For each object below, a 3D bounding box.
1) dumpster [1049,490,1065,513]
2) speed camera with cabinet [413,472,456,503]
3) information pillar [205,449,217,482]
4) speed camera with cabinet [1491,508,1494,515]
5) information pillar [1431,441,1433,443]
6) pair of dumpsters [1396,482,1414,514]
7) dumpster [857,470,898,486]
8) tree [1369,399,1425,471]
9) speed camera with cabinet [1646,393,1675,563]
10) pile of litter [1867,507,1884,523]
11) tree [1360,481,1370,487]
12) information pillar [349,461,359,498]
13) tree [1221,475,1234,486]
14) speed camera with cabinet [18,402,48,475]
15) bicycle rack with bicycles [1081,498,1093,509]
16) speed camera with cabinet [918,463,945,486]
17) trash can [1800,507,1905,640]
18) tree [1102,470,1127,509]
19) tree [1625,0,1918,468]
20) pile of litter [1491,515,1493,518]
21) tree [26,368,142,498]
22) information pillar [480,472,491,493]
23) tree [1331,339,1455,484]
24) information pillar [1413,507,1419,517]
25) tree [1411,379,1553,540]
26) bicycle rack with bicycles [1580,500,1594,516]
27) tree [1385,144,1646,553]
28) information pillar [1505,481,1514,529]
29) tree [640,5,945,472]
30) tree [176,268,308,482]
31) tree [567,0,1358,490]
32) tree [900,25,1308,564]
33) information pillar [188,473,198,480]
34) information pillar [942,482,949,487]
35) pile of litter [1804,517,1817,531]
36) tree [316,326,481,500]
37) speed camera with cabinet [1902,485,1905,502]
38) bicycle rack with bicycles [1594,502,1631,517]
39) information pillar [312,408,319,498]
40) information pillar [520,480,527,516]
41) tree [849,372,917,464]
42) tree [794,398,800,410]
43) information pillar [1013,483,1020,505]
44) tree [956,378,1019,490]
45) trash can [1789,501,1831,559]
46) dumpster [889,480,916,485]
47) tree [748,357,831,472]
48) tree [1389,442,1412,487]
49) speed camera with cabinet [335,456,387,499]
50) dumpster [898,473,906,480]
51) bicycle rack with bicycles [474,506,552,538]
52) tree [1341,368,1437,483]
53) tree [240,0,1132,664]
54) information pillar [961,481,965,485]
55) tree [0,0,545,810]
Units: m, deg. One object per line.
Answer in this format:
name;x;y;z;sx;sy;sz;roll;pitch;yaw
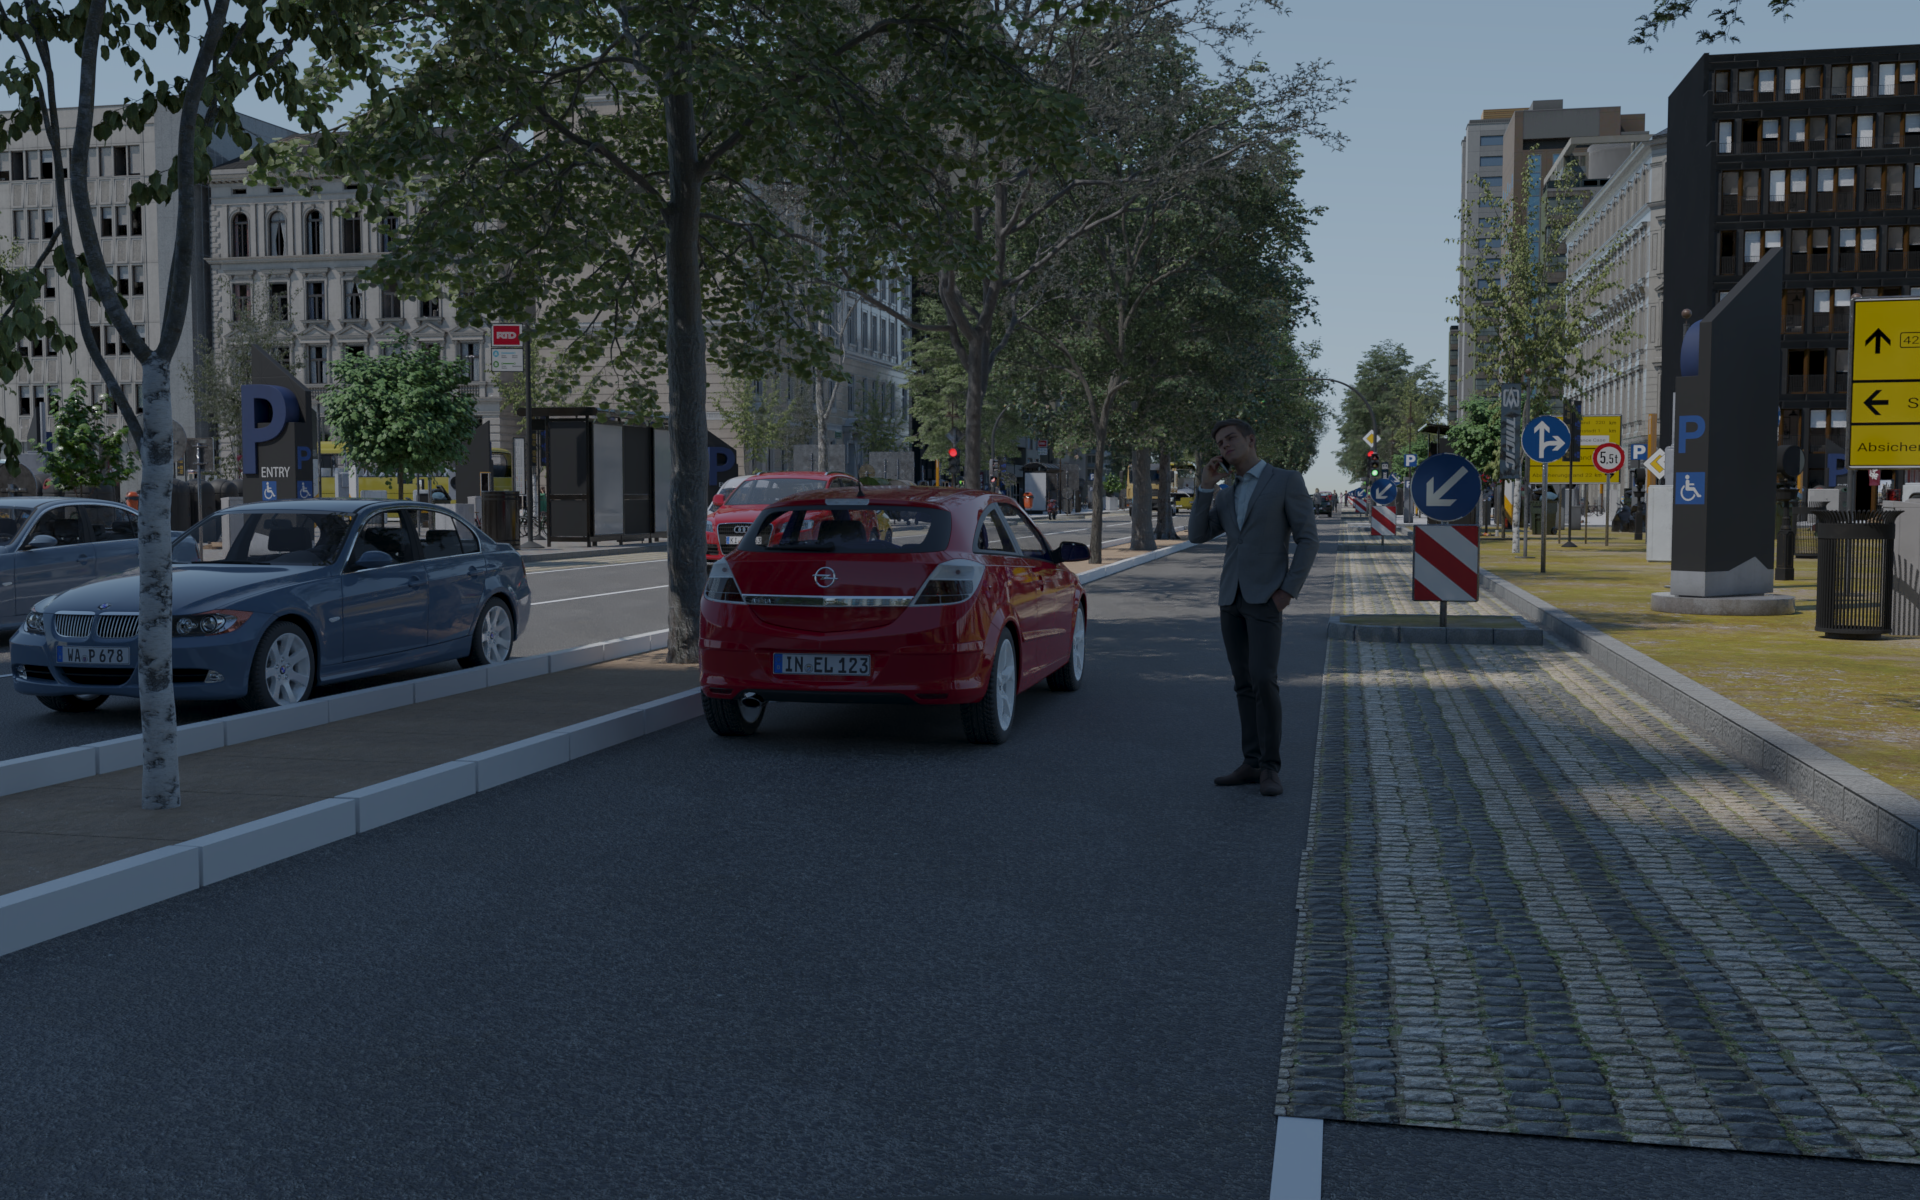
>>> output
dumpster;6.906;-7.020;120.539;1.264;1.857;1.865;1;4;12
speed camera with cabinet;-20.650;-4.557;68.843;2.038;3.252;0.660;0;4;-7
information pillar;-32.878;-5.179;76.027;0.504;3.616;0.183;-1;4;-16
speed camera with cabinet;30.076;-6.352;98.185;2.038;3.252;0.660;0;4;-6
information pillar;20.974;-5.235;76.946;0.183;3.616;0.504;2;4;28
pair of dumpsters;28.435;-6.638;111.019;1.574;2.255;4.437;1;4;12
dumpster;-3.600;-4.134;70.089;1.502;2.255;1.985;1;4;12
tree;33.273;-11.067;131.306;4.360;8.622;3.978;0;3;0
speed camera with cabinet;13.712;-2.374;33.155;0.660;3.252;2.038;2;4;34
pile of litter;39.235;-3.661;73.822;1.719;0.858;1.176;-1;4;-17
tree;55.728;-15.169;231.726;4.285;4.588;4.351;0;3;0
information pillar;-17.482;-3.584;49.951;0.183;3.616;0.504;-3;5;-42
tree;43.118;-19.957;276.651;4.737;8.622;4.395;0;3;0
speed camera with cabinet;-20.068;-2.672;38.031;0.660;3.252;2.038;-1;4;-11
bicycle rack with bicycles;10.976;-8.050;144.994;2.925;0.926;2.852;-3;5;-42
speed camera with cabinet;-1.865;-7.641;119.271;2.038;3.252;0.660;1;4;12
trash can;7.941;-0.227;15.369;0.748;1.137;0.748;0;3;0
tree;12.024;-8.698;136.817;1.663;3.219;1.824;0;3;0
tree;5.470;-4.462;7.359;7.601;10.594;8.767;1;4;21
pile of litter;28.826;-4.796;92.381;1.176;0.858;1.719;0;4;-3
tree;-13.340;-1.926;26.084;1.663;3.219;1.824;0;3;0
information pillar;-15.921;-3.283;58.169;0.304;2.012;0.304;0;4;-5
tree;35.522;-14.321;140.796;9.857;13.997;8.962;0;3;0
information pillar;26.130;-6.574;98.833;0.183;3.616;0.504;2;4;32
tree;15.372;-3.986;48.890;4.285;4.588;4.351;0;3;0
bicycle rack with bicycles;35.671;-5.294;99.933;2.925;0.926;2.852;1;4;19
tree;12.325;-5.333;37.562;4.737;8.622;4.395;0;3;0
information pillar;20.117;-4.409;63.440;0.183;3.616;0.504;-1;4;-19
tree;-6.101;-12.601;61.908;12.611;20.169;13.585;0;3;0
tree;-23.272;-6.498;56.608;4.360;8.622;3.978;0;3;0
tree;0.191;-6.807;24.125;12.009;13.543;11.850;0;3;0
tree;2.661;-5.983;34.696;8.767;10.594;7.601;1;4;12
information pillar;-26.339;-3.375;59.674;0.304;2.012;0.304;2;4;34
information pillar;-0.870;-6.026;103.012;0.304;2.012;0.304;-3;4;-38
pile of litter;30.125;-2.829;60.220;1.176;0.858;1.719;0;4;-5
tree;-10.940;-3.079;34.059;4.285;4.588;4.351;0;3;0
speed camera with cabinet;14.642;-1.871;24.926;0.660;3.252;2.038;-1;4;-21
bicycle rack with bicycles;33.735;-4.447;86.098;2.852;0.926;2.925;-1;4;-11
information pillar;-15.401;-3.029;40.871;0.183;3.616;0.504;3;4;38
information pillar;-22.996;-5.302;91.178;0.304;2.012;0.304;3;5;40
tree;-4.972;-9.489;105.507;4.737;8.622;4.395;0;3;0
tree;-10.291;-8.250;85.243;4.737;8.622;4.395;0;3;0
information pillar;3.627;-6.519;111.075;0.304;2.012;0.304;-3;4;-39
tree;1.683;-8.798;94.213;4.360;8.622;3.978;0;3;0
trash can;16.881;-1.394;34.447;0.748;1.137;0.748;0;3;0
dumpster;-2.468;-4.044;71.874;1.264;1.857;1.865;1;4;12
tree;-8.605;-8.538;89.956;4.360;8.622;3.978;0;3;0
tree;24.586;-6.631;92.131;4.285;4.588;4.351;0;3;0
speed camera with cabinet;-25.715;-4.894;74.355;2.038;3.252;0.660;-2;4;-34
dumpster;-3.135;-4.774;80.546;1.502;2.255;1.985;1;4;13
bicycle rack with bicycles;-12.962;-2.334;51.541;2.925;0.926;2.852;2;4;25
tree;38.449;-14.486;153.855;9.611;12.733;9.660;0;3;0
tree;-2.268;-5.707;13.894;7.486;12.596;7.792;0;3;0
information pillar;0.257;-5.751;98.523;0.304;2.012;0.304;-2;4;-30
tree;-3.624;-3.366;7.861;4.737;8.622;4.395;0;3;0
